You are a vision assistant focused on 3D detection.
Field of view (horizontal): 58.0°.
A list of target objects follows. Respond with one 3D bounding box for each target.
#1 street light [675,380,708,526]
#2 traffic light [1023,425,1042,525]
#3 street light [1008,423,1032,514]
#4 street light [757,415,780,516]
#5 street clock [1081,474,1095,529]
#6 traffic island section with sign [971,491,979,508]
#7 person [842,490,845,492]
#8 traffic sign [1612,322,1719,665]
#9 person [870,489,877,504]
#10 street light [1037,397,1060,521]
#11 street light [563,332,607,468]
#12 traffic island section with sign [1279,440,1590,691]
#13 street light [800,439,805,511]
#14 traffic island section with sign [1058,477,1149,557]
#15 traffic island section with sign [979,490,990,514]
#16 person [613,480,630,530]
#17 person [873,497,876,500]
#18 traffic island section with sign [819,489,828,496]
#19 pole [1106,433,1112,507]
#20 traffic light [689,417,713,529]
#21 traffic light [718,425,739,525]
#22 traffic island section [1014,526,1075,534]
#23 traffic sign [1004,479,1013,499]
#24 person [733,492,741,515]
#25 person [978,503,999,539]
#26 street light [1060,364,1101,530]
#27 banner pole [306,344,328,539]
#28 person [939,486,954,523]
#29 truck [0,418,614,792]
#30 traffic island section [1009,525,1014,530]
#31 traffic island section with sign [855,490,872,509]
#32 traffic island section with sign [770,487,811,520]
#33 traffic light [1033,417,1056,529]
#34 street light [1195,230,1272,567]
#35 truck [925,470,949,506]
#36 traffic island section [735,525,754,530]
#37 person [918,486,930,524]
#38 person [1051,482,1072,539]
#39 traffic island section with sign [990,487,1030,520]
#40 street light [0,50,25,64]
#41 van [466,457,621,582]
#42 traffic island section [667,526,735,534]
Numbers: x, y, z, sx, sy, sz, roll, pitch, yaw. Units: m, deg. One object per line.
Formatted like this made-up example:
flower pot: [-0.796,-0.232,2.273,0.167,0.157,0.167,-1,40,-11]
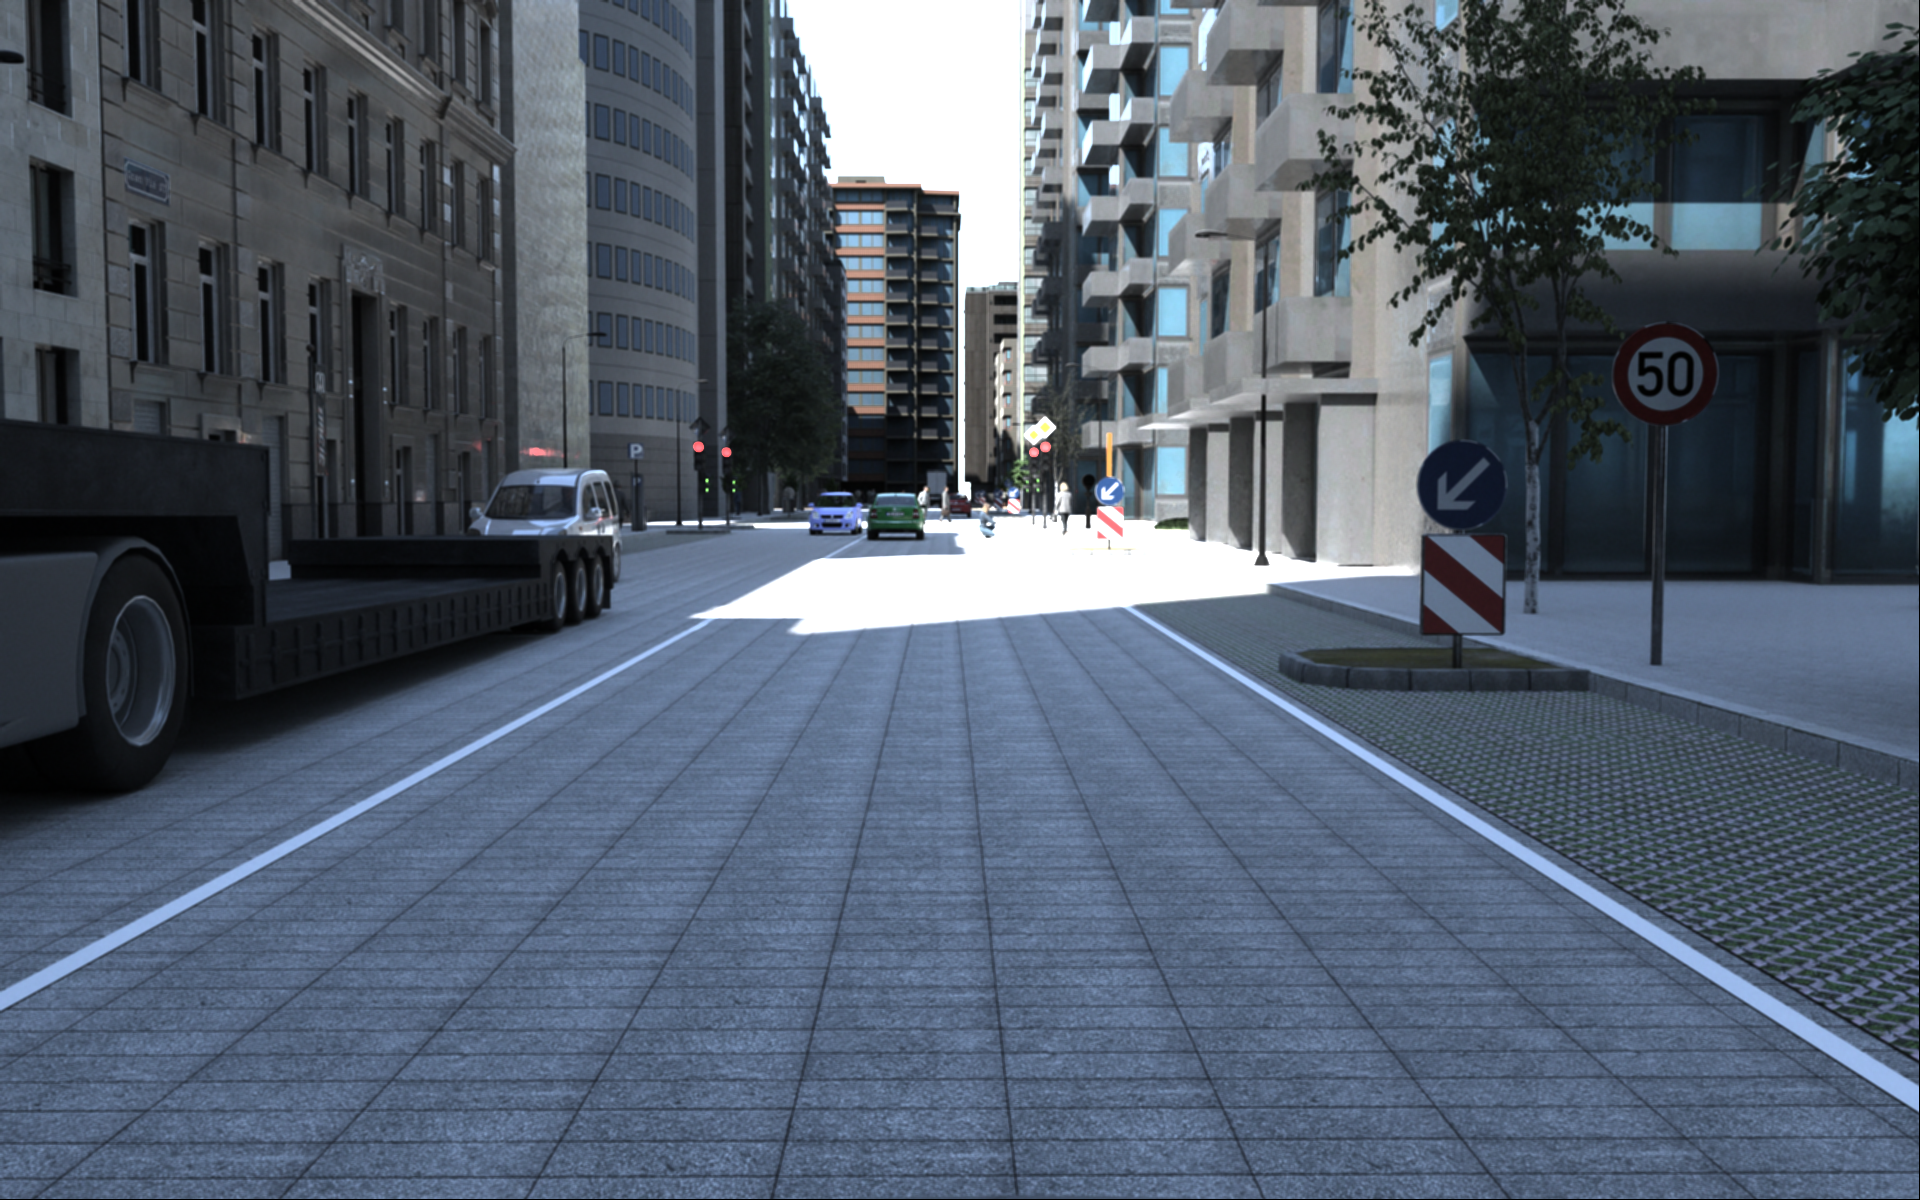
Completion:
street light: [-10.931,-5.996,70.572,1.470,5.913,1.316,0,4,-1]
traffic light: [2.992,-5.009,70.822,0.839,4.253,0.868,0,4,-1]
street light: [4.096,-8.637,113.762,1.470,5.913,1.316,0,4,-1]
street light: [-11.232,-7.891,101.562,1.470,5.913,1.316,0,4,-1]
street clock: [4.687,-3.590,63.270,0.471,2.002,0.358,-1,4,-9]
traffic island section with sign: [2.119,-10.067,173.224,1.989,1.847,2.006,0,4,-1]
person: [-9.009,-7.820,136.638,0.573,1.790,0.520,2,4,31]
traffic sign: [5.226,-0.784,12.923,0.768,2.556,0.104,0,4,4]
person: [-6.536,-7.456,130.588,0.661,1.801,0.590,2,4,28]
street light: [4.390,-6.751,82.916,1.470,5.913,1.316,0,4,-1]
street light: [-10.809,-4.723,49.764,1.470,5.913,1.316,0,4,-1]
traffic island section with sign: [3.557,-0.294,13.440,1.989,1.847,2.006,0,4,-1]
street light: [-11.516,-9.783,132.494,1.470,5.913,1.316,0,4,-1]
traffic island section with sign: [3.315,-1.943,40.394,1.989,1.847,2.006,0,4,-1]
traffic island section with sign: [2.570,-6.964,122.488,1.989,1.847,2.006,0,4,-1]
person: [-8.401,-2.051,42.428,0.661,1.777,0.834,0,4,3]
person: [-6.104,-6.757,123.638,0.373,1.253,0.362,-1,4,-14]
traffic island section with sign: [-9.651,-7.000,123.082,1.989,1.847,2.006,0,4,-1]
pole: [4.979,-3.913,57.814,0.158,3.312,0.155,0,3,0]
traffic light: [-9.396,-4.513,62.710,0.839,4.253,0.868,0,4,-1]
traffic light: [-9.468,-5.001,70.694,0.839,4.253,0.868,0,4,-1]
traffic island section: [3.104,-2.488,62.951,2.009,0.180,2.903,0,4,-1]
traffic sign: [4.056,-8.785,143.746,0.768,2.556,0.104,0,4,3]
person: [-13.373,-5.988,104.125,0.419,1.800,0.721,1,4,22]
person: [0.951,-2.556,55.796,0.738,1.151,1.012,0,4,4]
street light: [4.461,-5.458,61.781,1.470,5.913,1.316,0,4,-1]
banner pole: [-10.852,-2.402,29.284,0.401,3.779,0.863,0,4,2]
person: [-0.667,-4.731,85.961,0.767,1.812,0.694,0,4,4]
truck: [-5.192,-1.318,11.309,2.967,4.110,18.799,0,4,-1]
traffic island section: [3.033,-2.976,70.936,2.009,0.180,2.903,0,4,-1]
traffic island section with sign: [-10.106,-10.032,172.648,1.989,1.847,2.006,0,4,-1]
traffic island section with sign: [-9.414,-5.329,95.756,1.989,1.847,2.006,0,4,-1]
traffic light: [3.064,-4.521,62.837,0.839,4.253,0.868,0,4,-1]
street light: [4.833,-3.554,30.644,1.470,5.913,1.316,0,4,-1]
truck: [-2.753,-13.329,206.846,2.839,4.237,11.283,0,4,-1]
traffic island section: [-9.508,-2.969,70.829,2.009,0.180,2.903,0,4,-1]
person: [-1.680,-4.487,81.955,0.391,1.810,0.635,3,4,37]
person: [3.273,-2.855,55.357,0.709,1.800,0.728,-1,4,-22]
traffic island section with sign: [2.822,-5.315,95.534,1.989,1.847,2.006,0,4,-1]
street light: [-10.492,-2.797,18.276,1.470,5.913,1.316,0,4,-1]
van: [-6.401,-1.207,26.749,2.013,2.044,4.112,0,4,1]
traffic island section: [-9.437,-2.481,62.844,2.009,0.180,2.903,0,4,-1]
